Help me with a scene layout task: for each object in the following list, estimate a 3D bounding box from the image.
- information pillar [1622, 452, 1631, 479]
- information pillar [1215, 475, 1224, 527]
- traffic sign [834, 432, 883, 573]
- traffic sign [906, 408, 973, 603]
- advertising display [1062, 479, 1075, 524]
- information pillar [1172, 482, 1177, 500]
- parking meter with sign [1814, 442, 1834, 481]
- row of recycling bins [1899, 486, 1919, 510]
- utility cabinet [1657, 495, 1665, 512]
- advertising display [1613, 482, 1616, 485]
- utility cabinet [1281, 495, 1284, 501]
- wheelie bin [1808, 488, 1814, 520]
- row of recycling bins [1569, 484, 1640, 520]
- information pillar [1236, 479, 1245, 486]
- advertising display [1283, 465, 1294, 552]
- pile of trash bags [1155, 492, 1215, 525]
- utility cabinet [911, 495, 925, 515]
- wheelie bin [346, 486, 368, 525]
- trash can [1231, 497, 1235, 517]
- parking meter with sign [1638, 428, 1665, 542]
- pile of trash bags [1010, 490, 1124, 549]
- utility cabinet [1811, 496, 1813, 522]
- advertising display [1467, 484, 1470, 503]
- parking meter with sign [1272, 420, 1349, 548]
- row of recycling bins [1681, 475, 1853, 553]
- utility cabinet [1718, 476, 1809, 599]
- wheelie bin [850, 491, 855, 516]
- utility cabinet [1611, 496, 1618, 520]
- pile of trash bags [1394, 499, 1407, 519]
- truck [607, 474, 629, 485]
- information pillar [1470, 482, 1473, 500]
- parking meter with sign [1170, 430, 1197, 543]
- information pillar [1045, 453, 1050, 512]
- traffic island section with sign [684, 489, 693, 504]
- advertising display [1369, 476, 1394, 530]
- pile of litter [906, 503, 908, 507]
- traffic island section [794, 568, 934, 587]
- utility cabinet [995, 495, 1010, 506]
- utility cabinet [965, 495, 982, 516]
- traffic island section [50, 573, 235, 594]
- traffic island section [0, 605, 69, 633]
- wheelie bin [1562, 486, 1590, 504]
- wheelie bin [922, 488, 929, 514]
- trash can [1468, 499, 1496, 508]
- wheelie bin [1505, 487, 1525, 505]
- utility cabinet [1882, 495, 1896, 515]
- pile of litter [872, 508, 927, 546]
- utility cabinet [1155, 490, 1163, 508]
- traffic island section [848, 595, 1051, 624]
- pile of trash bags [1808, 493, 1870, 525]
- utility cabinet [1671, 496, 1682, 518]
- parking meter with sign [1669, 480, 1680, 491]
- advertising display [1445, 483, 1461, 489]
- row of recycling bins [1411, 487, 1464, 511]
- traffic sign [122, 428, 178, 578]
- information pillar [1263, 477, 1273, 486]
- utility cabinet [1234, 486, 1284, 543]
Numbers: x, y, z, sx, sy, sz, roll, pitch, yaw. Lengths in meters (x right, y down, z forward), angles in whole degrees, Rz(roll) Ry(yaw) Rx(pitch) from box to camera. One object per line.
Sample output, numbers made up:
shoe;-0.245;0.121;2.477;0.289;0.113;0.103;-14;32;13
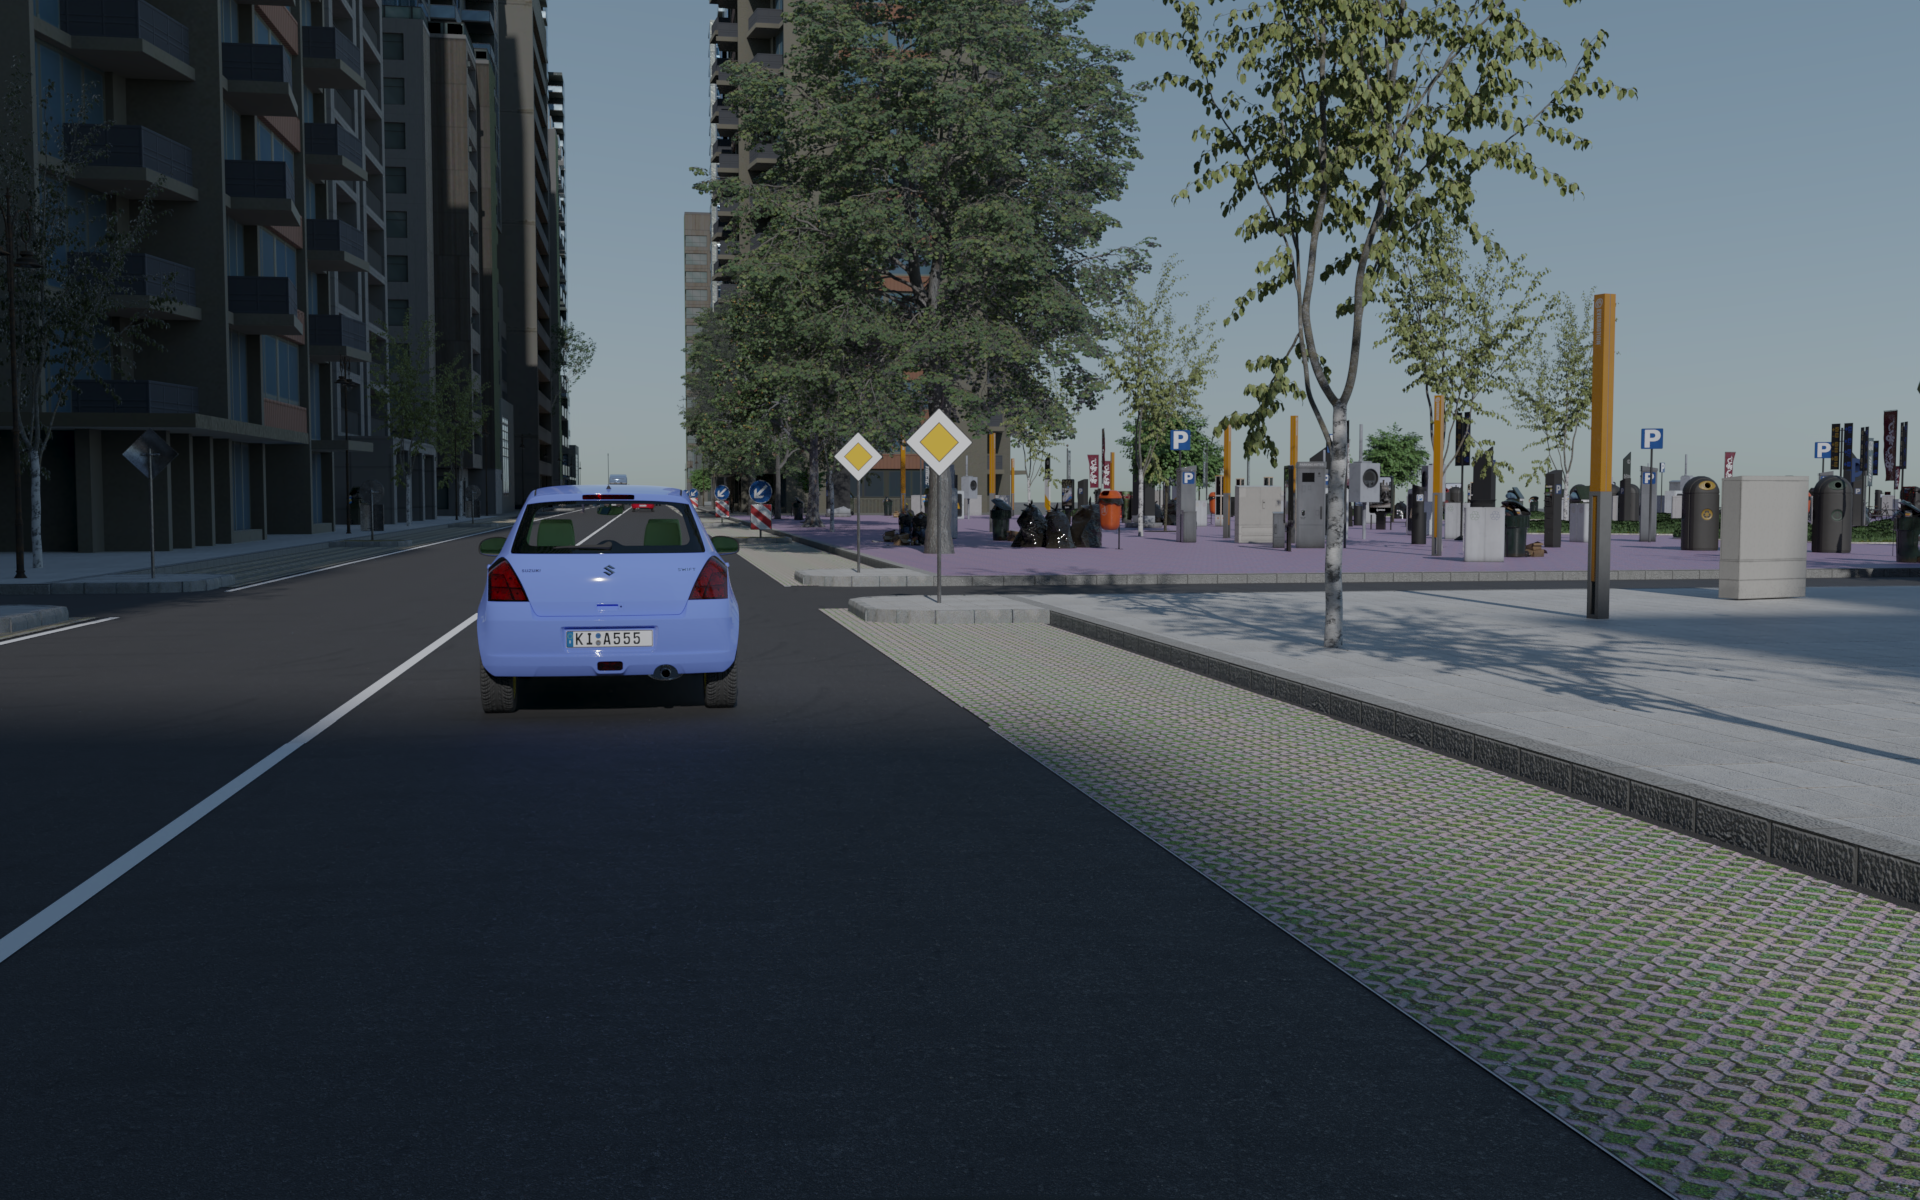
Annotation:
information pillar;36.790;-6.375;95.580;0.504;3.616;0.183;-1;4;-17
information pillar;10.273;-3.902;68.295;0.304;2.012;0.304;-3;5;-43
traffic sign;-1.656;-1.501;28.188;0.795;2.450;0.064;-1;4;-10
traffic sign;-0.248;-1.020;20.328;0.795;2.450;0.064;-1;4;-10
advertising display;4.624;-4.216;74.138;0.123;1.923;0.974;-2;4;-24
information pillar;11.813;-6.322;94.719;0.504;3.616;0.183;1;4;14
parking meter with sign;28.515;-3.723;57.133;0.543;3.016;1.738;1;4;23
row of recycling bins;50.069;-5.147;91.264;1.069;1.692;3.534;2;4;24
utility cabinet;39.407;-5.262;97.191;1.020;1.237;0.306;1;4;9
advertising display;33.850;-5.233;90.775;0.974;1.923;0.123;3;5;40
utility cabinet;18.081;-5.323;98.184;1.020;1.237;0.306;2;4;26
wheelie bin;41.641;-4.683;84.474;0.980;1.594;0.693;-3;4;-38
row of recycling bins;26.199;-3.876;70.488;1.069;1.692;3.534;-2;4;-25
information pillar;13.225;-4.729;81.810;0.304;2.012;0.304;-3;5;-42
advertising display;7.385;-2.064;38.957;0.123;1.923;0.974;0;4;5
pile of trash bags;9.440;-3.806;71.975;3.447;1.369;1.912;-2;4;-28
utility cabinet;-2.306;-5.413;99.664;1.020;1.237;0.306;2;4;28
wheelie bin;-25.075;-3.931;72.173;0.693;1.594;0.980;1;4;16
trash can;15.023;-5.191;96.522;0.748;1.137;0.748;0;3;0
parking meter with sign;18.611;-3.088;46.756;0.543;3.016;1.738;1;4;19
pile of trash bags;2.737;-1.926;41.241;1.912;1.369;3.447;-2;4;-33
utility cabinet;27.376;-2.704;55.379;0.306;1.237;1.020;2;4;25
advertising display;32.983;-6.462;110.865;0.974;1.923;0.123;2;4;24
parking meter with sign;8.297;-2.739;41.051;1.738;3.016;0.543;0;4;7
row of recycling bins;18.017;-1.937;38.782;3.534;1.692;1.069;2;4;33
utility cabinet;9.813;-0.764;21.162;1.173;1.500;0.318;-2;4;-26
wheelie bin;-6.650;-5.854;103.613;0.693;1.594;0.980;0;4;-6
utility cabinet;24.546;-3.299;65.098;0.306;1.237;1.020;1;4;22
pile of trash bags;22.998;-4.876;89.478;3.447;1.369;1.912;-1;4;-21
truck;-47.900;-15.471;242.703;2.967;4.110;18.799;-1;4;-11
information pillar;31.521;-6.240;106.520;0.304;2.012;0.304;1;4;13
parking meter with sign;6.034;-3.065;46.371;0.543;3.016;1.738;0;4;-3
information pillar;4.992;-6.560;98.612;0.183;3.616;0.504;-2;4;-30
traffic island section with sign;-19.583;-7.215;126.587;1.989;1.847;2.006;-1;4;-10
advertising display;15.138;-3.489;62.253;0.123;1.923;0.974;-3;5;-41
pile of litter;-3.169;-4.927;94.516;1.719;0.858;1.176;-1;4;-10
traffic island section;-1.634;-0.366;28.269;2.009;0.180;2.903;-1;4;-10
utility cabinet;2.057;-4.678;87.648;1.020;1.237;0.306;-3;5;-43
utility cabinet;0.794;-5.660;103.708;1.020;1.237;0.306;-2;4;-32
traffic island section;-12.307;-0.250;26.371;2.009;0.180;2.903;-1;4;-10
traffic island section;-10.900;0.231;18.510;2.009;0.180;2.903;-1;4;-10
wheelie bin;23.330;-3.491;64.983;0.980;1.594;0.693;-1;4;-16
wheelie bin;-1.379;-4.771;85.918;0.980;1.594;0.693;-2;4;-24
trash can;13.813;-2.092;45.854;0.748;1.137;0.748;0;3;0
wheelie bin;24.799;-4.255;77.469;0.693;1.594;0.980;3;4;36
utility cabinet;53.940;-5.492;100.951;0.306;1.237;1.020;-3;5;-43
pile of litter;-1.222;-1.808;43.528;1.719;0.858;1.176;-3;5;-43
utility cabinet;9.785;-4.877;88.423;1.173;1.500;0.318;3;5;44
traffic island section;-0.227;0.115;20.409;2.009;0.180;2.903;-1;4;-10
pile of trash bags;36.388;-3.839;72.520;1.912;1.369;3.447;-1;4;-18
utility cabinet;28.428;-3.467;67.854;1.020;1.237;0.306;1;4;15
parking meter with sign;39.429;-6.058;95.301;1.738;3.016;0.543;3;5;45
advertising display;28.406;-5.775;99.634;0.974;1.923;0.123;1;4;23
row of recycling bins;26.226;-5.402;95.443;3.534;1.692;1.069;-2;4;-27
traffic sign;-12.285;-1.387;26.313;0.795;2.450;0.064;-1;4;-10
information pillar;13.188;-4.258;74.116;0.304;2.012;0.304;-3;5;-44
utility cabinet;7.759;-2.227;45.083;1.173;1.500;0.318;-1;4;-14
